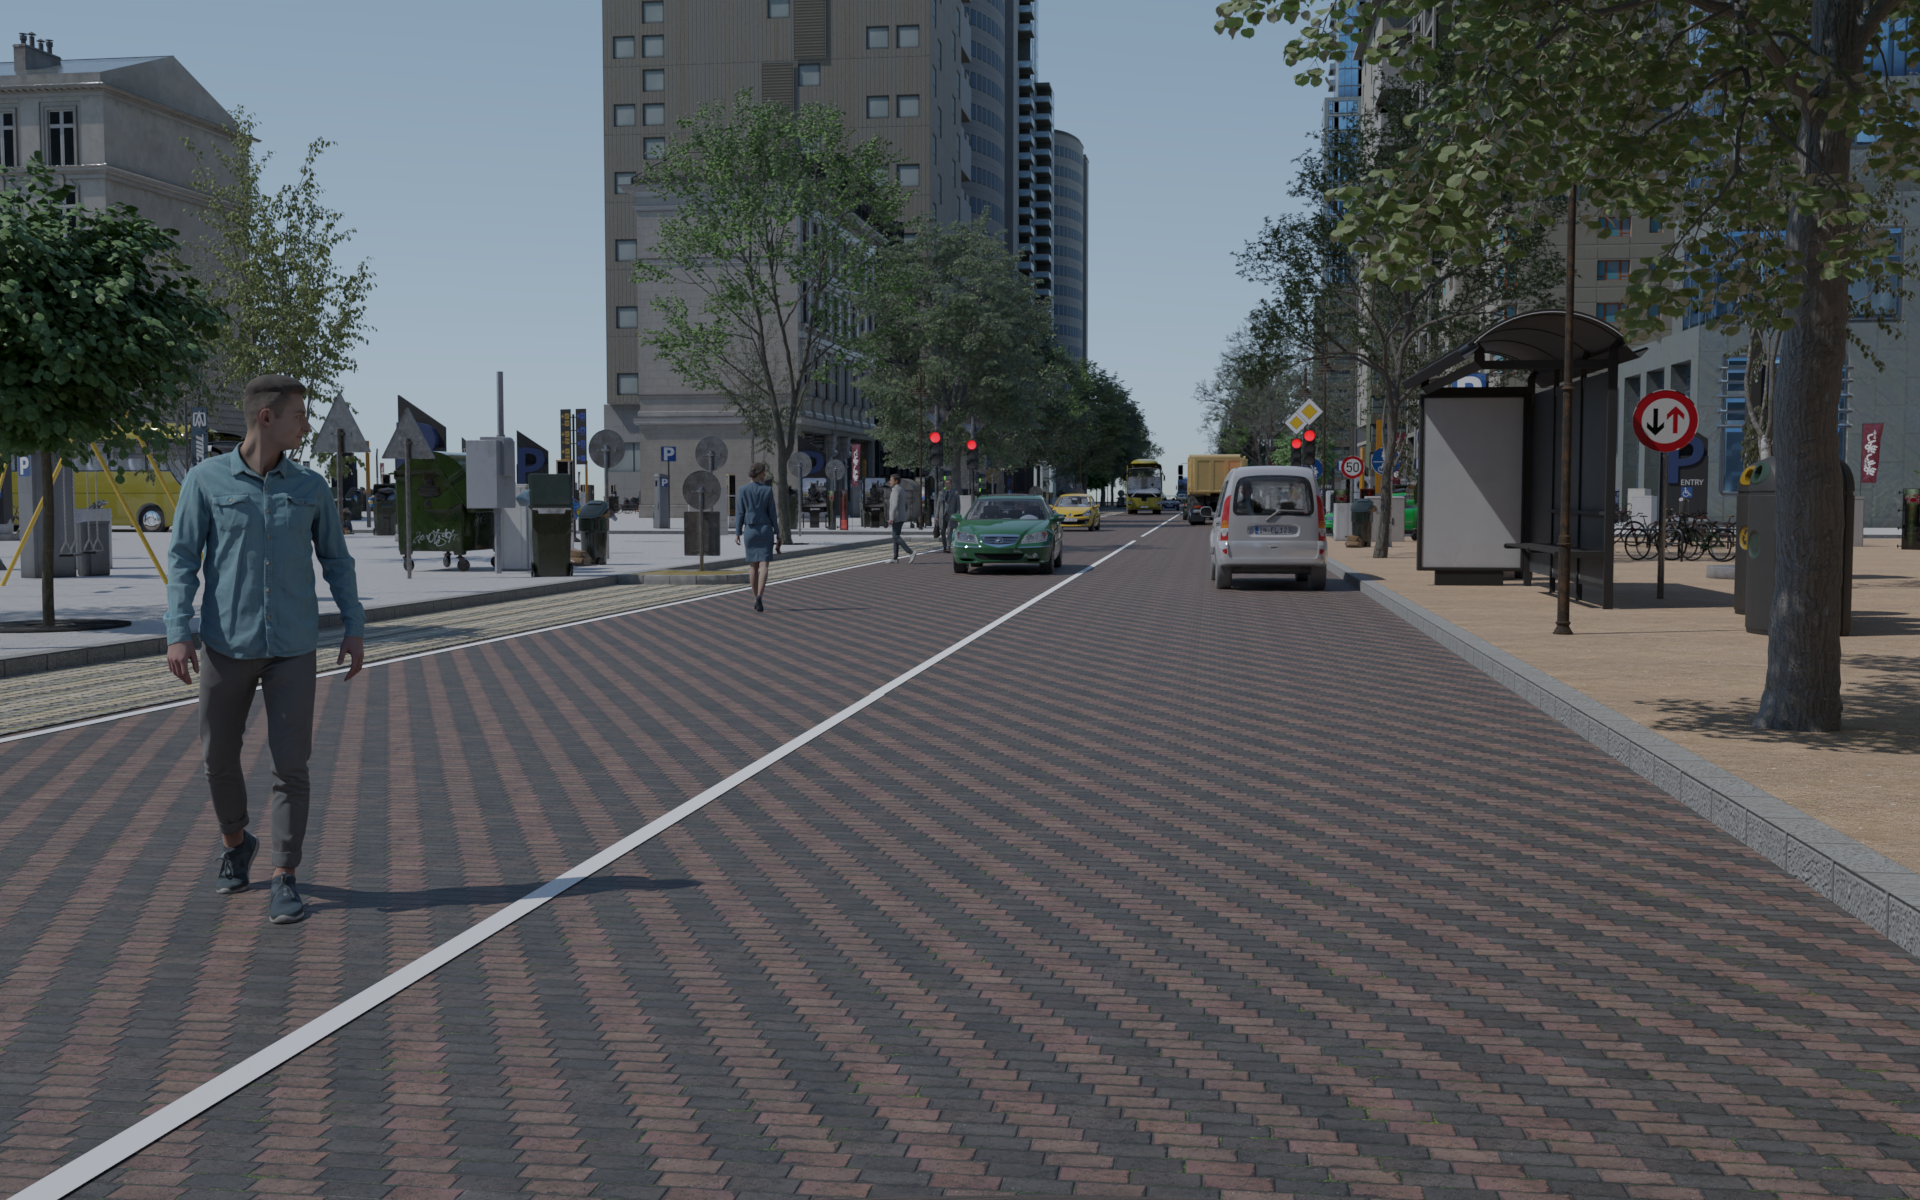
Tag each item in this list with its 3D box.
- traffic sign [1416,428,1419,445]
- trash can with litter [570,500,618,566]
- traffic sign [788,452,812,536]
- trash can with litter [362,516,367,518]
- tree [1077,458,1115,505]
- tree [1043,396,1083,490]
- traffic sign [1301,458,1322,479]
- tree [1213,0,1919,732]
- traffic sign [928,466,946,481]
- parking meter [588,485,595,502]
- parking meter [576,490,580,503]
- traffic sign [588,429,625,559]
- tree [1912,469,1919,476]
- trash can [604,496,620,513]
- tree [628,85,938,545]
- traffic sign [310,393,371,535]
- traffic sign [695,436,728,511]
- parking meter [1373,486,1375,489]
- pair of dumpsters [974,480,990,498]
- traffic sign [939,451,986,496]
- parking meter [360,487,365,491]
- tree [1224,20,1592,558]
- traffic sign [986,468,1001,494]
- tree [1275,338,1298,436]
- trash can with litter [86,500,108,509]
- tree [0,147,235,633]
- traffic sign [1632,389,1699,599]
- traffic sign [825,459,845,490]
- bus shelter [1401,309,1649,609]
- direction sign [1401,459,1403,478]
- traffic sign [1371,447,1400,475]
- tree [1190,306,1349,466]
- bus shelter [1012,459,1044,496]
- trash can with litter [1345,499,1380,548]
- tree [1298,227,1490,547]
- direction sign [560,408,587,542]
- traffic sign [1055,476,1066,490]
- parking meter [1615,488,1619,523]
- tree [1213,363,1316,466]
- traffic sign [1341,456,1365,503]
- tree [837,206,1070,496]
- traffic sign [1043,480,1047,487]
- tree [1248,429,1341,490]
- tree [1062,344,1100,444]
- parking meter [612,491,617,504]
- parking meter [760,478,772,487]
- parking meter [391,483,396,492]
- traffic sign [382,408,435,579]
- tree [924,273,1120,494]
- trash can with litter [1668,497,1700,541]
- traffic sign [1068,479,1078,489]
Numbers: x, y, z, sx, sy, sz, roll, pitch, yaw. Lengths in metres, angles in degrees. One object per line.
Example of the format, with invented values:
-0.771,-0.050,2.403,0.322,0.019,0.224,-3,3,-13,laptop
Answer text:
7.577,-1.665,27.321,0.768,2.556,0.104,1,4,11,traffic sign
-6.652,-1.210,31.165,0.624,1.170,1.055,1,4,14,trash can with litter
-4.862,-3.207,52.539,0.768,2.556,0.104,1,4,16,traffic sign
-31.648,-4.927,91.608,2.233,1.210,1.678,-1,4,-9,trash can with litter
12.227,-10.550,156.199,4.285,4.588,4.351,0,3,0,tree
7.197,-10.761,126.307,4.360,8.622,3.978,0,3,0,tree
12.402,-3.727,61.038,0.768,2.556,0.104,1,4,9,traffic sign
5.040,-5.575,9.271,7.486,12.596,7.792,0,3,0,tree
-0.976,-4.301,70.323,0.884,2.594,0.081,1,4,16,traffic sign
-22.946,-6.244,107.799,0.255,1.863,0.399,1,4,19,parking meter
-22.995,-5.836,103.832,0.372,1.533,0.369,0,3,0,parking meter
-6.965,-2.081,34.126,0.768,2.556,0.104,1,4,11,traffic sign
35.976,-4.202,63.303,1.663,3.219,1.824,0,3,0,tree
-20.655,-5.523,101.962,0.748,1.137,0.748,0,3,0,trash can
-4.418,-7.209,43.616,9.928,11.665,9.643,0,3,0,tree
-7.962,-1.360,22.246,0.884,2.594,0.081,1,4,16,traffic sign
-5.484,-2.328,38.176,0.768,2.556,0.104,1,4,14,traffic sign
28.730,-6.990,119.996,0.255,1.863,0.399,1,4,12,parking meter
1.651,-6.168,103.345,1.574,2.255,4.437,1,4,8,pair of dumpsters
0.116,-5.366,81.615,2.265,3.308,0.079,1,4,13,traffic sign
-47.398,-8.058,137.457,0.399,1.863,0.255,3,4,38,parking meter
8.719,-6.106,34.240,7.601,10.594,8.767,2,4,32,tree
1.573,-5.093,83.369,0.768,2.556,0.104,1,4,9,traffic sign
14.663,-7.368,70.830,4.360,8.622,3.978,0,3,0,tree
-17.386,-1.400,34.273,1.055,1.170,0.624,0,4,-6,trash can with litter
-8.714,-2.002,16.450,4.285,4.588,4.351,0,3,0,tree
8.578,-1.286,21.137,0.768,2.556,0.104,1,4,12,traffic sign
-4.575,-3.867,63.325,0.768,2.556,0.104,1,4,14,traffic sign
6.845,-1.698,21.689,2.014,3.302,5.546,0,4,8,bus shelter
27.174,-7.013,106.651,0.379,3.537,0.876,0,4,6,direction sign
11.473,-2.851,46.716,0.768,2.556,0.104,1,4,17,traffic sign
19.921,-12.361,112.469,12.009,13.543,11.850,0,3,0,tree
3.703,-7.719,103.829,2.179,5.291,8.768,1,4,8,bus shelter
9.633,-1.847,41.592,0.624,1.170,1.055,2,4,29,trash can with litter
10.665,-5.595,41.835,4.360,8.622,3.978,0,3,0,tree
-10.268,-3.308,46.080,0.876,3.537,0.379,2,4,29,direction sign
7.105,-7.484,122.463,0.768,2.556,0.104,1,4,10,traffic sign
28.870,-4.158,76.391,0.372,1.533,0.369,0,3,0,parking meter
22.120,-12.218,125.518,9.928,11.665,9.643,0,3,0,tree
13.009,-3.506,57.430,0.768,2.556,0.104,1,4,14,traffic sign
-0.289,-10.355,75.958,9.857,13.997,8.962,0,3,0,tree
5.763,-7.547,123.393,0.884,2.594,0.081,1,4,14,traffic sign
16.043,-5.911,80.361,4.285,4.588,4.351,0,3,0,tree
5.309,-11.608,115.552,9.928,11.665,9.643,0,3,0,tree
-26.276,-7.538,131.652,0.372,1.533,0.369,0,3,0,parking meter
-7.132,-3.546,63.695,0.255,1.863,0.399,3,5,44,parking meter
-29.472,-5.150,89.906,0.255,1.863,0.399,1,4,9,parking meter
-8.334,-1.599,26.149,0.884,2.594,0.081,1,4,13,traffic sign
2.106,-10.534,89.239,9.611,12.733,9.660,0,3,0,tree
19.736,-2.231,47.530,1.678,1.210,2.233,2,4,24,trash can with litter
8.721,-8.094,133.528,0.795,2.450,0.064,1,4,15,traffic sign
